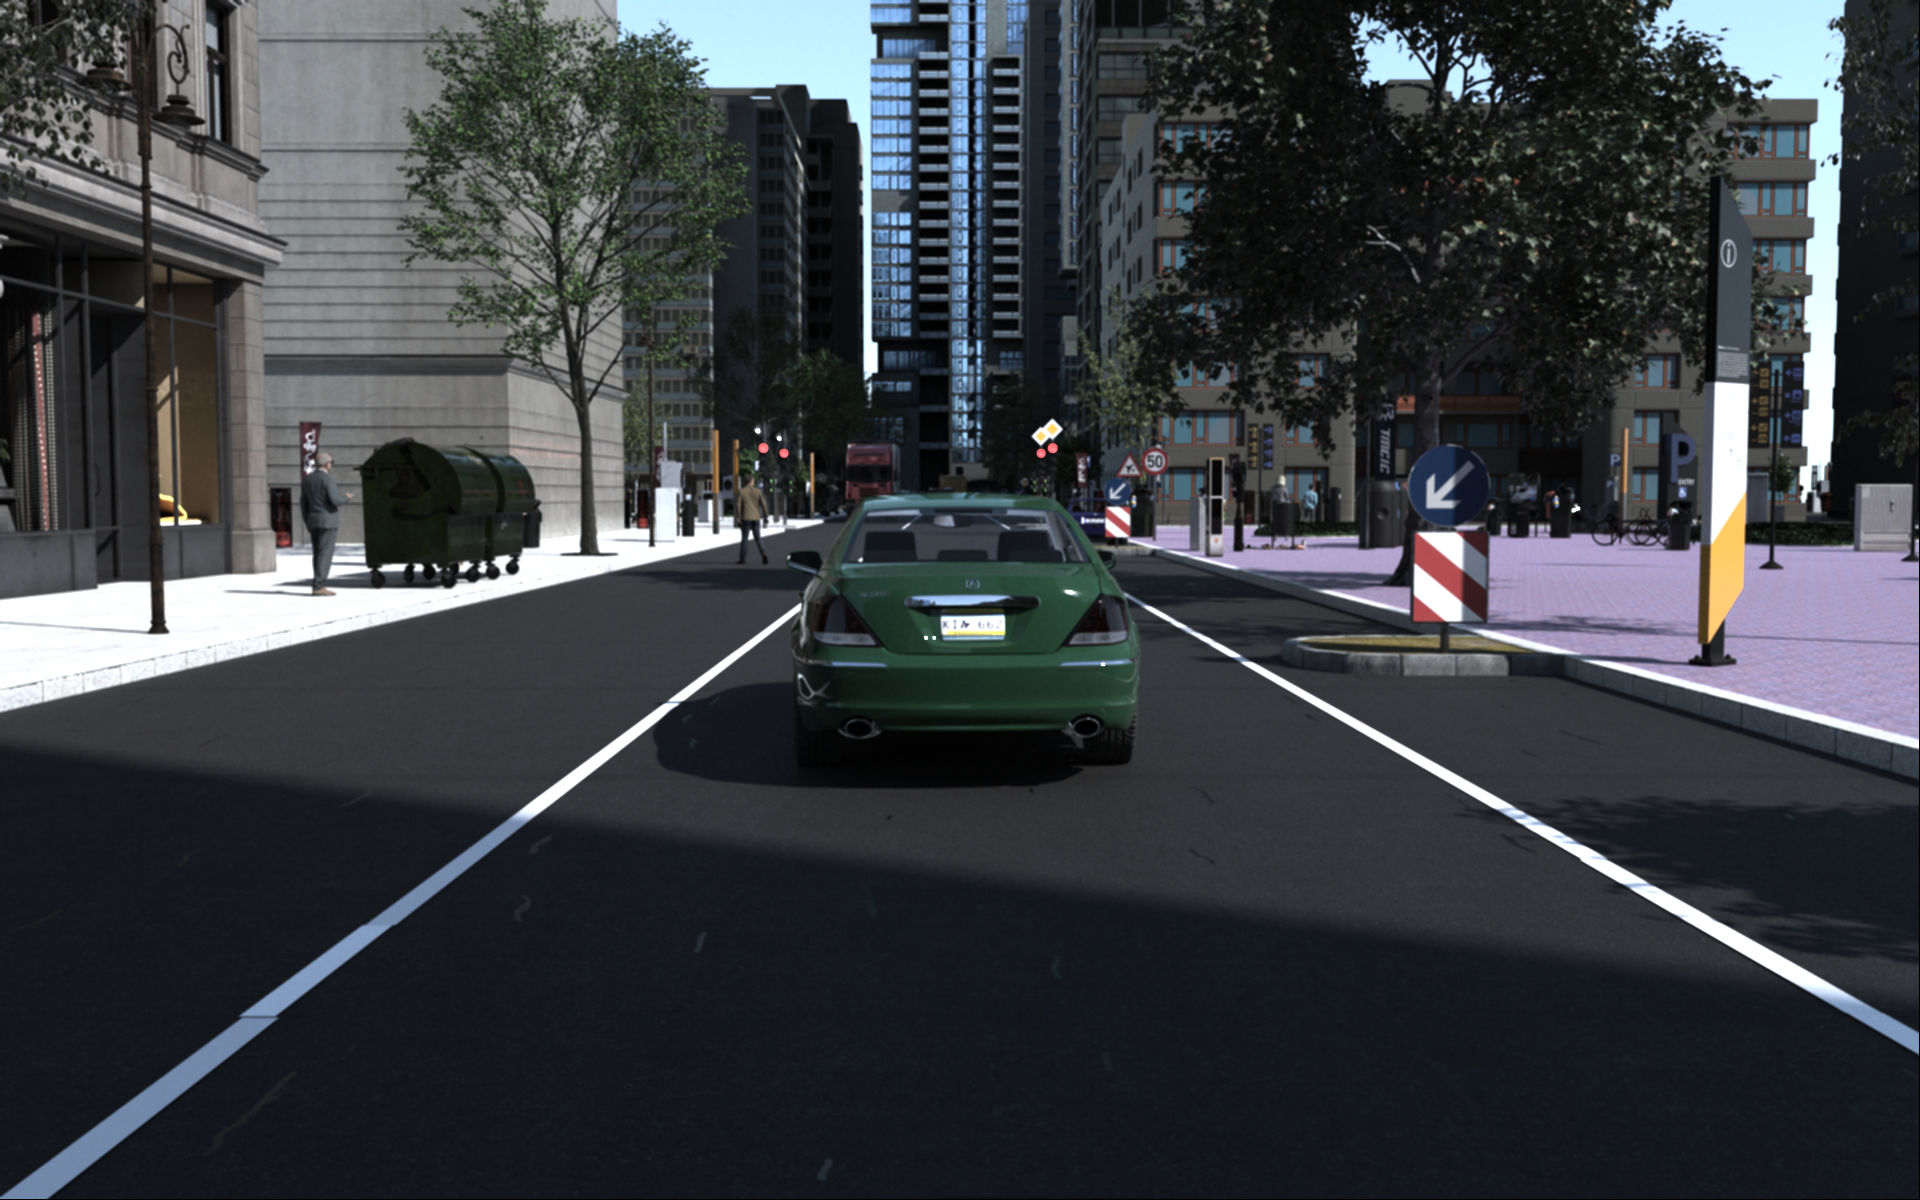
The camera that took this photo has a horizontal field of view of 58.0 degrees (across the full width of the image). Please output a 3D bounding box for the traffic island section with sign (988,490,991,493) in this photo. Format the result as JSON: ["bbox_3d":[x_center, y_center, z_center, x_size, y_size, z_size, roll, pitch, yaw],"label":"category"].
[{"bbox_3d":[3.052,-7.098,124.680,1.989,1.847,2.006,0,4,0],"label":"traffic island section with sign"}]

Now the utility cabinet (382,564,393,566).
[{"bbox_3d":[-10.405,-1.230,31.278,0.306,1.237,1.020,-1,4,-15],"label":"utility cabinet"}]

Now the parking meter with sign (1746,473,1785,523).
[{"bbox_3d":[28.559,-4.018,61.962,1.738,3.016,0.543,1,4,21],"label":"parking meter with sign"}]

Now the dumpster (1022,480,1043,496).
[{"bbox_3d":[5.098,-7.584,126.494,1.502,2.255,1.985,0,4,0],"label":"dumpster"}]

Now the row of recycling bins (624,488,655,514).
[{"bbox_3d":[-20.896,-6.589,114.850,3.534,1.692,1.069,-2,4,-31],"label":"row of recycling bins"}]

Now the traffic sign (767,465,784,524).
[{"bbox_3d":[-7.969,-4.564,74.719,0.768,2.556,0.104,1,4,9],"label":"traffic sign"}]

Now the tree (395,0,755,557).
[{"bbox_3d":[-7.900,-6.731,35.810,9.928,11.665,9.643,0,3,0],"label":"tree"}]

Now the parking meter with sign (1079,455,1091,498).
[{"bbox_3d":[5.563,-5.042,78.691,0.543,3.016,1.738,0,4,-2],"label":"parking meter with sign"}]

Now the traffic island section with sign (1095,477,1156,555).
[{"bbox_3d":[3.611,-2.024,41.720,1.989,1.847,2.006,0,4,0],"label":"traffic island section with sign"}]

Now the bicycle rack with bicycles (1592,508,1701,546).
[{"bbox_3d":[17.556,-1.839,43.444,2.925,0.926,2.852,2,4,28],"label":"bicycle rack with bicycles"}]

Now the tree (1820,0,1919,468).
[{"bbox_3d":[9.062,-3.911,14.304,4.360,8.622,3.978,0,3,0],"label":"tree"}]

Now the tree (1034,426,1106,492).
[{"bbox_3d":[5.296,-6.100,83.456,4.285,4.588,4.351,0,3,0],"label":"tree"}]

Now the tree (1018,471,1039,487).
[{"bbox_3d":[6.020,-9.098,143.349,1.663,3.219,1.824,0,3,0],"label":"tree"}]

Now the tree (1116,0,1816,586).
[{"bbox_3d":[6.623,-6.543,23.980,9.611,12.733,9.660,0,3,0],"label":"tree"}]

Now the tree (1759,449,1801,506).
[{"bbox_3d":[35.338,-4.897,74.664,1.663,3.219,1.824,0,3,0],"label":"tree"}]

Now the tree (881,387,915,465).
[{"bbox_3d":[-8.091,-12.516,139.046,8.767,10.594,7.601,-2,4,-28],"label":"tree"}]

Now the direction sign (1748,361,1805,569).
[{"bbox_3d":[13.930,-2.302,29.627,0.876,3.537,0.379,0,4,7],"label":"direction sign"}]

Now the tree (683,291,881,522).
[{"bbox_3d":[-8.393,-8.845,79.021,8.767,10.594,7.601,0,4,-7],"label":"tree"}]

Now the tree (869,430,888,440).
[{"bbox_3d":[-8.934,-14.571,188.604,4.360,8.622,3.978,0,3,0],"label":"tree"}]

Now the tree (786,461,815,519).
[{"bbox_3d":[-8.228,-5.916,91.323,1.663,3.219,1.824,0,3,0],"label":"tree"}]

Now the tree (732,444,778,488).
[{"bbox_3d":[-13.356,-7.906,112.978,4.285,4.588,4.351,0,3,0],"label":"tree"}]

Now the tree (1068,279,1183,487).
[{"bbox_3d":[5.941,-6.624,58.666,4.737,8.622,4.395,0,3,0],"label":"tree"}]

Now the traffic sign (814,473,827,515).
[{"bbox_3d":[-8.349,-6.332,103.628,0.768,2.556,0.104,0,4,6],"label":"traffic sign"}]

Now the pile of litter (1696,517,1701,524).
[{"bbox_3d":[31.692,-3.635,73.405,1.176,0.858,1.719,-1,4,-22],"label":"pile of litter"}]

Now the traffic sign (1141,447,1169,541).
[{"bbox_3d":[5.330,-2.892,47.394,0.768,2.556,0.104,0,4,8],"label":"traffic sign"}]

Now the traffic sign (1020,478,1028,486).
[{"bbox_3d":[5.080,-8.266,134.878,0.795,2.593,0.064,1,4,9],"label":"traffic sign"}]

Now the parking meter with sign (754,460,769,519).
[{"bbox_3d":[-10.327,-5.754,90.333,0.543,3.016,1.738,0,4,3],"label":"parking meter with sign"}]

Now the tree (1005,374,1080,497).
[{"bbox_3d":[5.153,-9.500,105.691,4.360,8.622,3.978,0,3,0],"label":"tree"}]

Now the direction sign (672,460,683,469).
[{"bbox_3d":[-18.520,-7.446,113.739,0.379,3.537,0.876,3,5,44],"label":"direction sign"}]

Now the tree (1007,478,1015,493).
[{"bbox_3d":[5.645,-11.165,177.143,1.663,3.219,1.824,0,3,0],"label":"tree"}]

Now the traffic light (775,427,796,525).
[{"bbox_3d":[-7.303,-5.104,72.365,0.839,4.253,0.868,0,4,0],"label":"traffic light"}]

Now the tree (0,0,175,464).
[{"bbox_3d":[-7.723,-3.772,12.041,4.360,8.622,3.978,0,3,0],"label":"tree"}]

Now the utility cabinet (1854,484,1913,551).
[{"bbox_3d":[20.651,-1.835,38.682,1.173,1.500,0.318,0,4,2],"label":"utility cabinet"}]

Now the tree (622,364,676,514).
[{"bbox_3d":[-18.431,-9.084,98.880,4.737,8.622,4.395,0,3,0],"label":"tree"}]

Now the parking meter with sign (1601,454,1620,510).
[{"bbox_3d":[27.826,-4.758,74.048,0.543,3.016,1.738,2,4,32],"label":"parking meter with sign"}]

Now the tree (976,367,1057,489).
[{"bbox_3d":[5.473,-14.495,155.121,7.486,12.596,7.792,0,3,0],"label":"tree"}]

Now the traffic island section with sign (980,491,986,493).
[{"bbox_3d":[2.527,-11.822,201.917,1.989,1.847,2.006,0,4,0],"label":"traffic island section with sign"}]

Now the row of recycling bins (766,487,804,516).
[{"bbox_3d":[-10.743,-5.962,104.589,1.069,1.692,3.534,3,5,41],"label":"row of recycling bins"}]

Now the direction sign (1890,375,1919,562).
[{"bbox_3d":[18.156,-2.502,32.908,0.876,3.537,0.379,3,5,42],"label":"direction sign"}]

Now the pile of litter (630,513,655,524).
[{"bbox_3d":[-13.438,-3.707,74.569,1.719,0.858,1.176,-1,4,-20],"label":"pile of litter"}]

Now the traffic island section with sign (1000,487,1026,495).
[{"bbox_3d":[3.235,-5.431,97.420,1.989,1.847,2.006,0,4,0],"label":"traffic island section with sign"}]

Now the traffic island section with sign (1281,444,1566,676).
[{"bbox_3d":[3.796,-0.367,14.621,1.989,1.847,2.006,0,4,0],"label":"traffic island section with sign"}]

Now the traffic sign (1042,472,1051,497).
[{"bbox_3d":[5.023,-5.980,97.879,0.768,2.556,0.104,0,4,2],"label":"traffic sign"}]

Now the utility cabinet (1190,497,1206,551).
[{"bbox_3d":[5.471,-1.728,39.410,0.306,1.237,1.020,0,4,-3],"label":"utility cabinet"}]

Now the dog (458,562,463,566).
[{"bbox_3d":[-9.091,-0.808,30.951,0.550,0.427,0.748,3,4,36],"label":"dog"}]

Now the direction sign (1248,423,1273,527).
[{"bbox_3d":[9.656,-3.898,55.727,0.876,3.537,0.379,-1,4,-16],"label":"direction sign"}]

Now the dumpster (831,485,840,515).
[{"bbox_3d":[-8.194,-6.264,108.169,1.264,1.857,1.865,0,4,0],"label":"dumpster"}]

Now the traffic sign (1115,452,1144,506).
[{"bbox_3d":[5.266,-3.287,53.748,0.884,2.594,0.081,1,4,9],"label":"traffic sign"}]

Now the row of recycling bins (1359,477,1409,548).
[{"bbox_3d":[10.557,-2.174,42.657,1.069,1.692,3.534,2,4,27],"label":"row of recycling bins"}]
